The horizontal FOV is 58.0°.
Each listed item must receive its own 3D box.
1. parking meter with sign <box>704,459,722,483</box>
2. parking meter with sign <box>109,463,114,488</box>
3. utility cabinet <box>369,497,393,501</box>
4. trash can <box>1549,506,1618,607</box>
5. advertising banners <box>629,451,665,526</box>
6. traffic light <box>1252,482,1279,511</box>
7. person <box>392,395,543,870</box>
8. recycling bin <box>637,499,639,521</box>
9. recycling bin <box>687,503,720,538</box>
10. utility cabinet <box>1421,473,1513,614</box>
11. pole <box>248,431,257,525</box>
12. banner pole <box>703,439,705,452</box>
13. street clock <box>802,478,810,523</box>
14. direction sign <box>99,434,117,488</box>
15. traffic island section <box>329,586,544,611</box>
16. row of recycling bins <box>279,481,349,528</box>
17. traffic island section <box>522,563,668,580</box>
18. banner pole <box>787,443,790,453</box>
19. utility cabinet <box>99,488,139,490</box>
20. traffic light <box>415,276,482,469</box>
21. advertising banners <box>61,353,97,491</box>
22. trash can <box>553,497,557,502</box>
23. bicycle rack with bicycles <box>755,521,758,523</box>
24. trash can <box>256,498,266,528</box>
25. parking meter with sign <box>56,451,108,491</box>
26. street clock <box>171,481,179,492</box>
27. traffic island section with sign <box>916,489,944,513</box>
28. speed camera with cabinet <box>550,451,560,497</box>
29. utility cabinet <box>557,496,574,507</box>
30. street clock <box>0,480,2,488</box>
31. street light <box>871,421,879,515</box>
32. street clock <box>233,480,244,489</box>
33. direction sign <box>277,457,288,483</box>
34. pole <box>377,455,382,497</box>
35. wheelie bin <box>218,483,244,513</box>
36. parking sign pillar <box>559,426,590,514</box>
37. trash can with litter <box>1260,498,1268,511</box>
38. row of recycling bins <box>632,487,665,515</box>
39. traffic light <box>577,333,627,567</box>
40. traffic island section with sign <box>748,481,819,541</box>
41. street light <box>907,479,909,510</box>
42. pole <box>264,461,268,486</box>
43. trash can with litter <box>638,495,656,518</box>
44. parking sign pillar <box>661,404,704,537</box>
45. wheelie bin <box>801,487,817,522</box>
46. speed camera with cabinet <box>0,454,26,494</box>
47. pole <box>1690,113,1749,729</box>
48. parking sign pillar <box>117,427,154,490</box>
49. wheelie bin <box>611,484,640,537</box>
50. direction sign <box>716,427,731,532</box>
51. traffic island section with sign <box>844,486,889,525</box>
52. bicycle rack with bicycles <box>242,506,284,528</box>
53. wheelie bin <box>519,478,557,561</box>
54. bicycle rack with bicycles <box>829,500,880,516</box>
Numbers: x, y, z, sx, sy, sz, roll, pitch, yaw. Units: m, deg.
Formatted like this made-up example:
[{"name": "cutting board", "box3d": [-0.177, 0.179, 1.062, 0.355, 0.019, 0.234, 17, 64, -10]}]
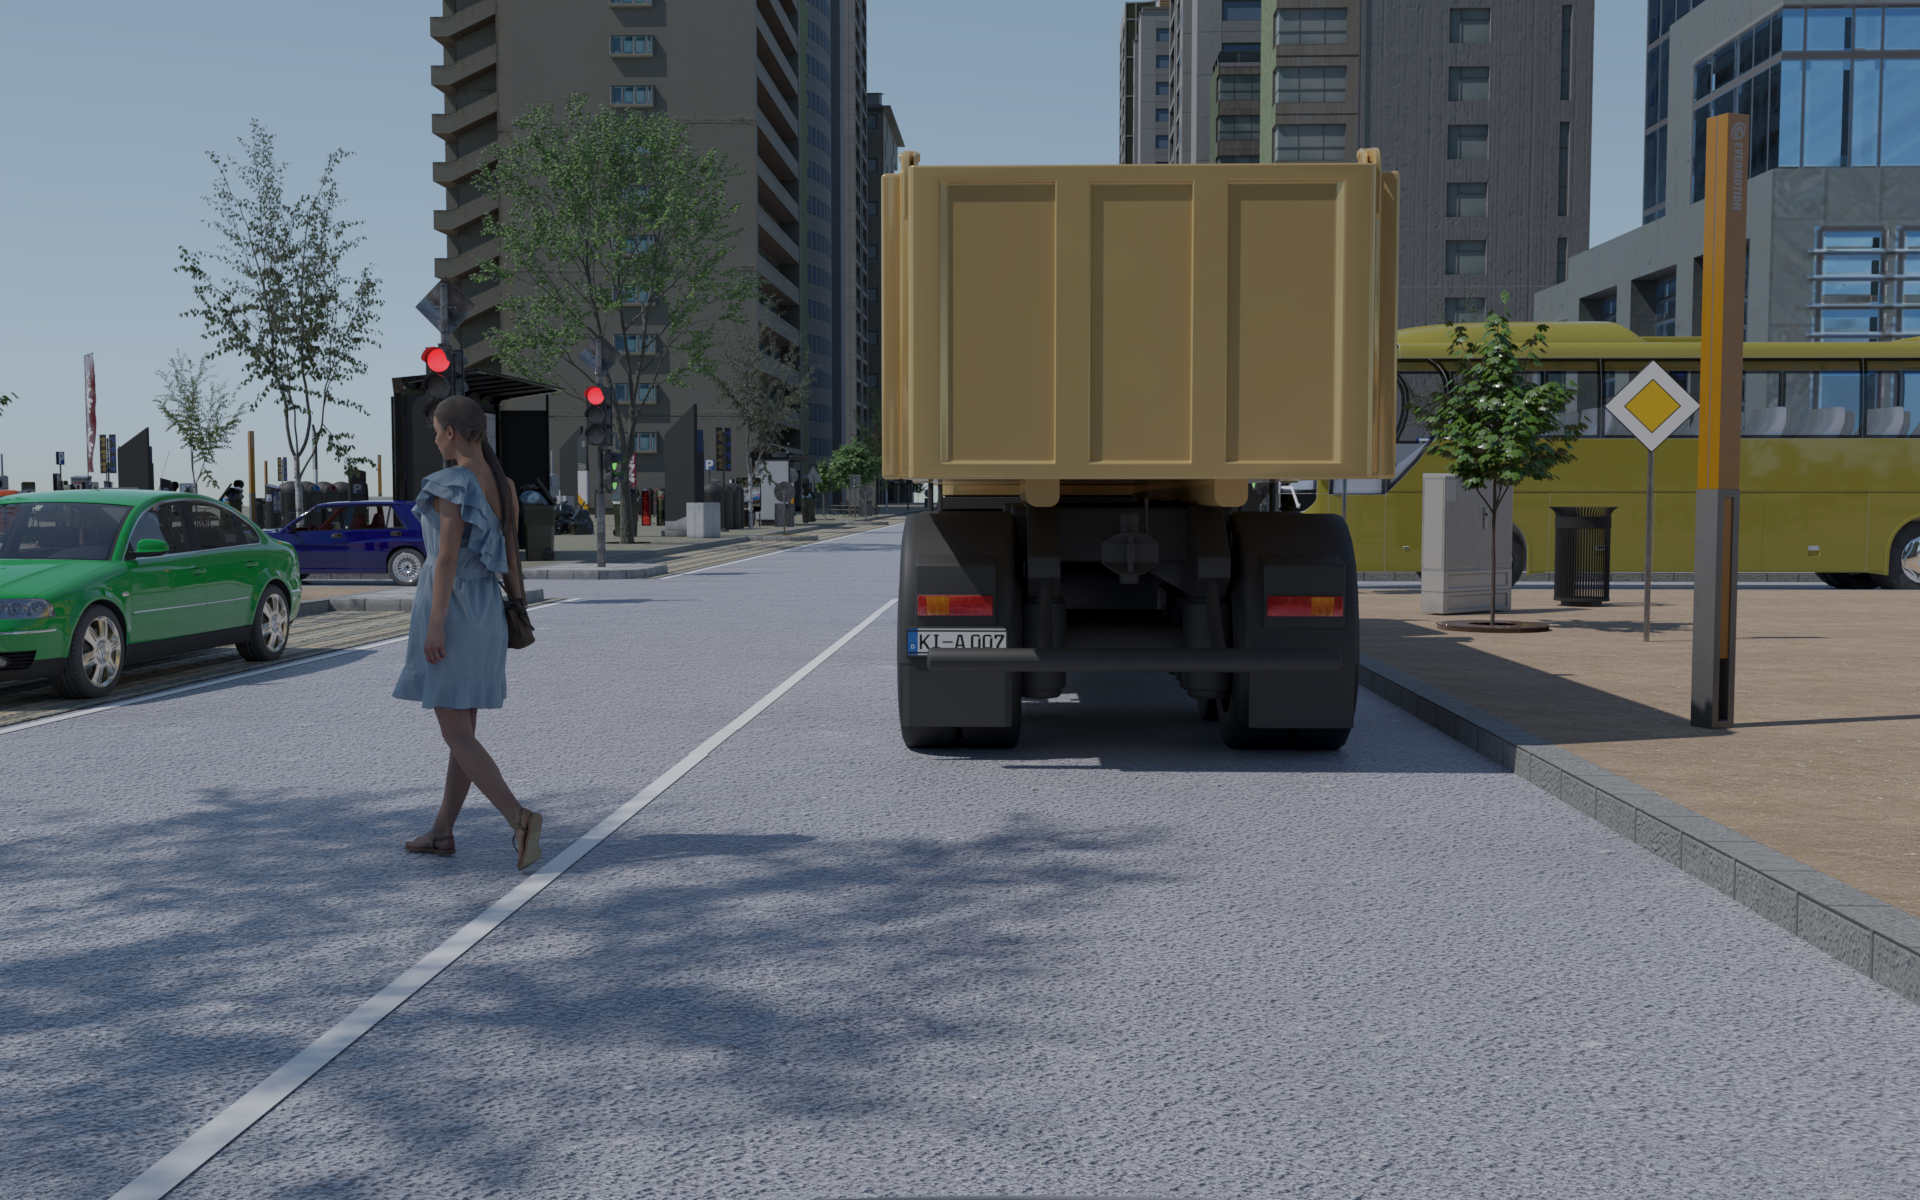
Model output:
[{"name": "parking meter with sign", "box3d": [-12.375, -5.598, 87.784, 0.543, 3.016, 1.738, 1, 4, 13]}, {"name": "parking meter with sign", "box3d": [-47.927, -6.197, 97.578, 0.543, 3.016, 1.738, -1, 4, -18]}, {"name": "utility cabinet", "box3d": [-14.776, -2.045, 44.594, 1.020, 1.237, 0.306, 2, 4, 34]}, {"name": "trash can", "box3d": [7.141, -0.503, 19.873, 0.748, 1.137, 0.748, 0, 3, 0]}, {"name": "advertising banners", "box3d": [-12.669, -4.515, 70.002, 2.074, 3.025, 0.090, 2, 4, 29]}, {"name": "traffic light", "box3d": [3.954, -2.018, 21.913, 0.839, 4.253, 0.868, 0, 4, 2]}, {"name": "person", "box3d": [-1.875, 0.113, 6.747, 0.778, 1.811, 0.616, 2, 4, 32]}, {"name": "recycling bin", "box3d": [-15.760, -4.270, 82.366, 0.722, 1.027, 0.722, -3, 4, -38]}, {"name": "recycling bin", "box3d": [-7.489, -2.326, 50.582, 0.722, 1.027, 0.722, 2, 4, 35]}, {"name": "utility cabinet", "box3d": [5.476, -0.610, 18.646, 1.173, 1.500, 0.318, -3, 4, -37]}, {"name": "pole", "box3d": [-22.852, -3.796, 55.907, 0.158, 3.312, 0.155, 0, 3, 0]}, {"name": "banner pole", "box3d": [-11.895, -5.441, 78.972, 0.863, 3.779, 0.401, 1, 4, 22]}, {"name": "street clock", "box3d": [-6.801, -4.388, 76.309, 0.358, 2.002, 0.471, 1, 4, 9]}, {"name": "direction sign", "box3d": [-32.277, -4.506, 65.674, 0.876, 3.537, 0.379, 2, 4, 26]}, {"name": "traffic island section", "box3d": [-6.639, -0.011, 22.457, 2.009, 0.180, 2.903, 0, 4, 2]}, {"name": "row of recycling bins", "box3d": [-20.702, -2.972, 55.697, 1.069, 1.692, 3.534, 1, 4, 13]}, {"name": "traffic island section", "box3d": [-6.317, -0.499, 30.435, 2.009, 0.180, 2.903, 0, 4, 2]}, {"name": "banner pole", "box3d": [-8.418, -5.802, 84.884, 0.401, 3.779, 0.863, -1, 4, -13]}, {"name": "utility cabinet", "box3d": [-28.639, -3.081, 59.045, 1.173, 1.500, 0.318, -1, 4, -14]}, {"name": "traffic light", "box3d": [-6.599, -2.043, 22.321, 0.839, 4.253, 0.868, 0, 4, 2]}, {"name": "advertising banners", "box3d": [-11.338, -1.597, 22.302, 0.090, 3.025, 2.074, -3, 4, -37]}, {"name": "trash can", "box3d": [-17.514, -3.866, 74.860, 0.748, 1.137, 0.748, 0, 3, 0]}, {"name": "bicycle rack with bicycles", "box3d": [-10.127, -3.812, 75.708, 2.925, 0.926, 2.852, -2, 4, -28]}, {"name": "trash can", "box3d": [-26.319, -3.295, 65.522, 0.748, 1.137, 0.748, 0, 3, 0]}, {"name": "parking meter with sign", "box3d": [-36.040, -4.574, 71.047, 1.738, 3.016, 0.543, 0, 4, -1]}, {"name": "street clock", "box3d": [-44.564, -5.732, 98.285, 0.358, 2.002, 0.471, 2, 4, 25]}, {"name": "traffic island section with sign", "box3d": [-2.305, -7.436, 130.201, 1.989, 1.847, 2.006, 0, 4, 2]}, {"name": "speed camera with cabinet", "box3d": [-18.559, -5.267, 80.453, 0.660, 3.252, 2.038, 2, 4, 32]}, {"name": "utility cabinet", "box3d": [-13.078, -2.833, 57.483, 0.306, 1.237, 1.020, -2, 4, -30]}, {"name": "street clock", "box3d": [-45.941, -4.773, 82.603, 0.471, 2.002, 0.358, 0, 4, 4]}, {"name": "street light", "box3d": [-5.192, -8.216, 107.118, 0.468, 5.910, 1.993, 0, 4, 2]}, {"name": "street clock", "box3d": [-36.193, -5.039, 86.952, 0.471, 2.002, 0.358, 1, 4, 11]}, {"name": "direction sign", "box3d": [-41.459, -6.974, 106.028, 0.876, 3.537, 0.379, 2, 4, 31]}, {"name": "pole", "box3d": [-29.918, -5.840, 89.327, 0.158, 3.312, 0.155, 0, 3, 0]}, {"name": "wheelie bin", "box3d": [-20.593, -2.511, 48.957, 0.693, 1.594, 0.980, -2, 4, -23]}, {"name": "parking sign pillar", "box3d": [-15.410, -4.938, 69.212, 1.447, 3.967, 1.447, 3, 4, 37]}, {"name": "trash can with litter", "box3d": [5.942, -1.298, 32.277, 1.678, 1.210, 2.233, 2, 4, 27]}, {"name": "row of recycling bins", "box3d": [-18.647, -6.006, 105.305, 3.534, 1.692, 1.069, 1, 4, 19]}, {"name": "traffic light", "box3d": [-6.278, -2.531, 30.299, 0.839, 4.253, 0.868, 0, 4, 2]}, {"name": "traffic island section with sign", "box3d": [-5.395, -2.728, 53.234, 1.989, 1.847, 2.006, 0, 4, 2]}, {"name": "street light", "box3d": [-4.103, -9.994, 136.194, 0.468, 5.910, 1.993, 0, 4, 2]}, {"name": "pole", "box3d": [-42.477, -6.863, 106.053, 0.158, 3.312, 0.155, 0, 3, 0]}, {"name": "trash can with litter", "box3d": [-16.615, -5.264, 97.118, 2.233, 1.210, 1.678, 2, 4, 30]}, {"name": "parking sign pillar", "box3d": [-8.342, -3.912, 52.426, 1.447, 3.967, 1.447, 3, 4, 38]}, {"name": "wheelie bin", "box3d": [-6.943, -4.370, 79.357, 0.693, 1.594, 0.980, -1, 4, -15]}, {"name": "speed camera with cabinet", "box3d": [-47.087, -5.587, 85.679, 0.660, 3.252, 2.038, 0, 4, 6]}, {"name": "pole", "box3d": [4.143, -0.954, 9.443, 0.158, 3.312, 0.155, 0, 3, 0]}, {"name": "parking sign pillar", "box3d": [-33.234, -4.978, 69.856, 1.447, 3.967, 1.447, 0, 4, 5]}, {"name": "wheelie bin", "box3d": [-10.032, -2.697, 52.007, 0.693, 1.594, 0.980, -3, 5, -39]}, {"name": "direction sign", "box3d": [-8.043, -4.095, 58.954, 0.379, 3.537, 0.876, 2, 4, 26]}, {"name": "traffic island section with sign", "box3d": [-4.319, -4.376, 80.168, 1.989, 1.847, 2.006, 0, 4, 2]}, {"name": "bicycle rack with bicycles", "box3d": [-21.351, -2.334, 51.538, 2.852, 0.926, 2.925, -2, 4, -31]}, {"name": "wheelie bin", "box3d": [-8.120, -1.557, 33.365, 0.693, 1.594, 0.980, -1, 4, -13]}, {"name": "bicycle rack with bicycles", "box3d": [-6.627, -5.525, 103.719, 2.925, 0.926, 2.852, 2, 4, 29]}]
